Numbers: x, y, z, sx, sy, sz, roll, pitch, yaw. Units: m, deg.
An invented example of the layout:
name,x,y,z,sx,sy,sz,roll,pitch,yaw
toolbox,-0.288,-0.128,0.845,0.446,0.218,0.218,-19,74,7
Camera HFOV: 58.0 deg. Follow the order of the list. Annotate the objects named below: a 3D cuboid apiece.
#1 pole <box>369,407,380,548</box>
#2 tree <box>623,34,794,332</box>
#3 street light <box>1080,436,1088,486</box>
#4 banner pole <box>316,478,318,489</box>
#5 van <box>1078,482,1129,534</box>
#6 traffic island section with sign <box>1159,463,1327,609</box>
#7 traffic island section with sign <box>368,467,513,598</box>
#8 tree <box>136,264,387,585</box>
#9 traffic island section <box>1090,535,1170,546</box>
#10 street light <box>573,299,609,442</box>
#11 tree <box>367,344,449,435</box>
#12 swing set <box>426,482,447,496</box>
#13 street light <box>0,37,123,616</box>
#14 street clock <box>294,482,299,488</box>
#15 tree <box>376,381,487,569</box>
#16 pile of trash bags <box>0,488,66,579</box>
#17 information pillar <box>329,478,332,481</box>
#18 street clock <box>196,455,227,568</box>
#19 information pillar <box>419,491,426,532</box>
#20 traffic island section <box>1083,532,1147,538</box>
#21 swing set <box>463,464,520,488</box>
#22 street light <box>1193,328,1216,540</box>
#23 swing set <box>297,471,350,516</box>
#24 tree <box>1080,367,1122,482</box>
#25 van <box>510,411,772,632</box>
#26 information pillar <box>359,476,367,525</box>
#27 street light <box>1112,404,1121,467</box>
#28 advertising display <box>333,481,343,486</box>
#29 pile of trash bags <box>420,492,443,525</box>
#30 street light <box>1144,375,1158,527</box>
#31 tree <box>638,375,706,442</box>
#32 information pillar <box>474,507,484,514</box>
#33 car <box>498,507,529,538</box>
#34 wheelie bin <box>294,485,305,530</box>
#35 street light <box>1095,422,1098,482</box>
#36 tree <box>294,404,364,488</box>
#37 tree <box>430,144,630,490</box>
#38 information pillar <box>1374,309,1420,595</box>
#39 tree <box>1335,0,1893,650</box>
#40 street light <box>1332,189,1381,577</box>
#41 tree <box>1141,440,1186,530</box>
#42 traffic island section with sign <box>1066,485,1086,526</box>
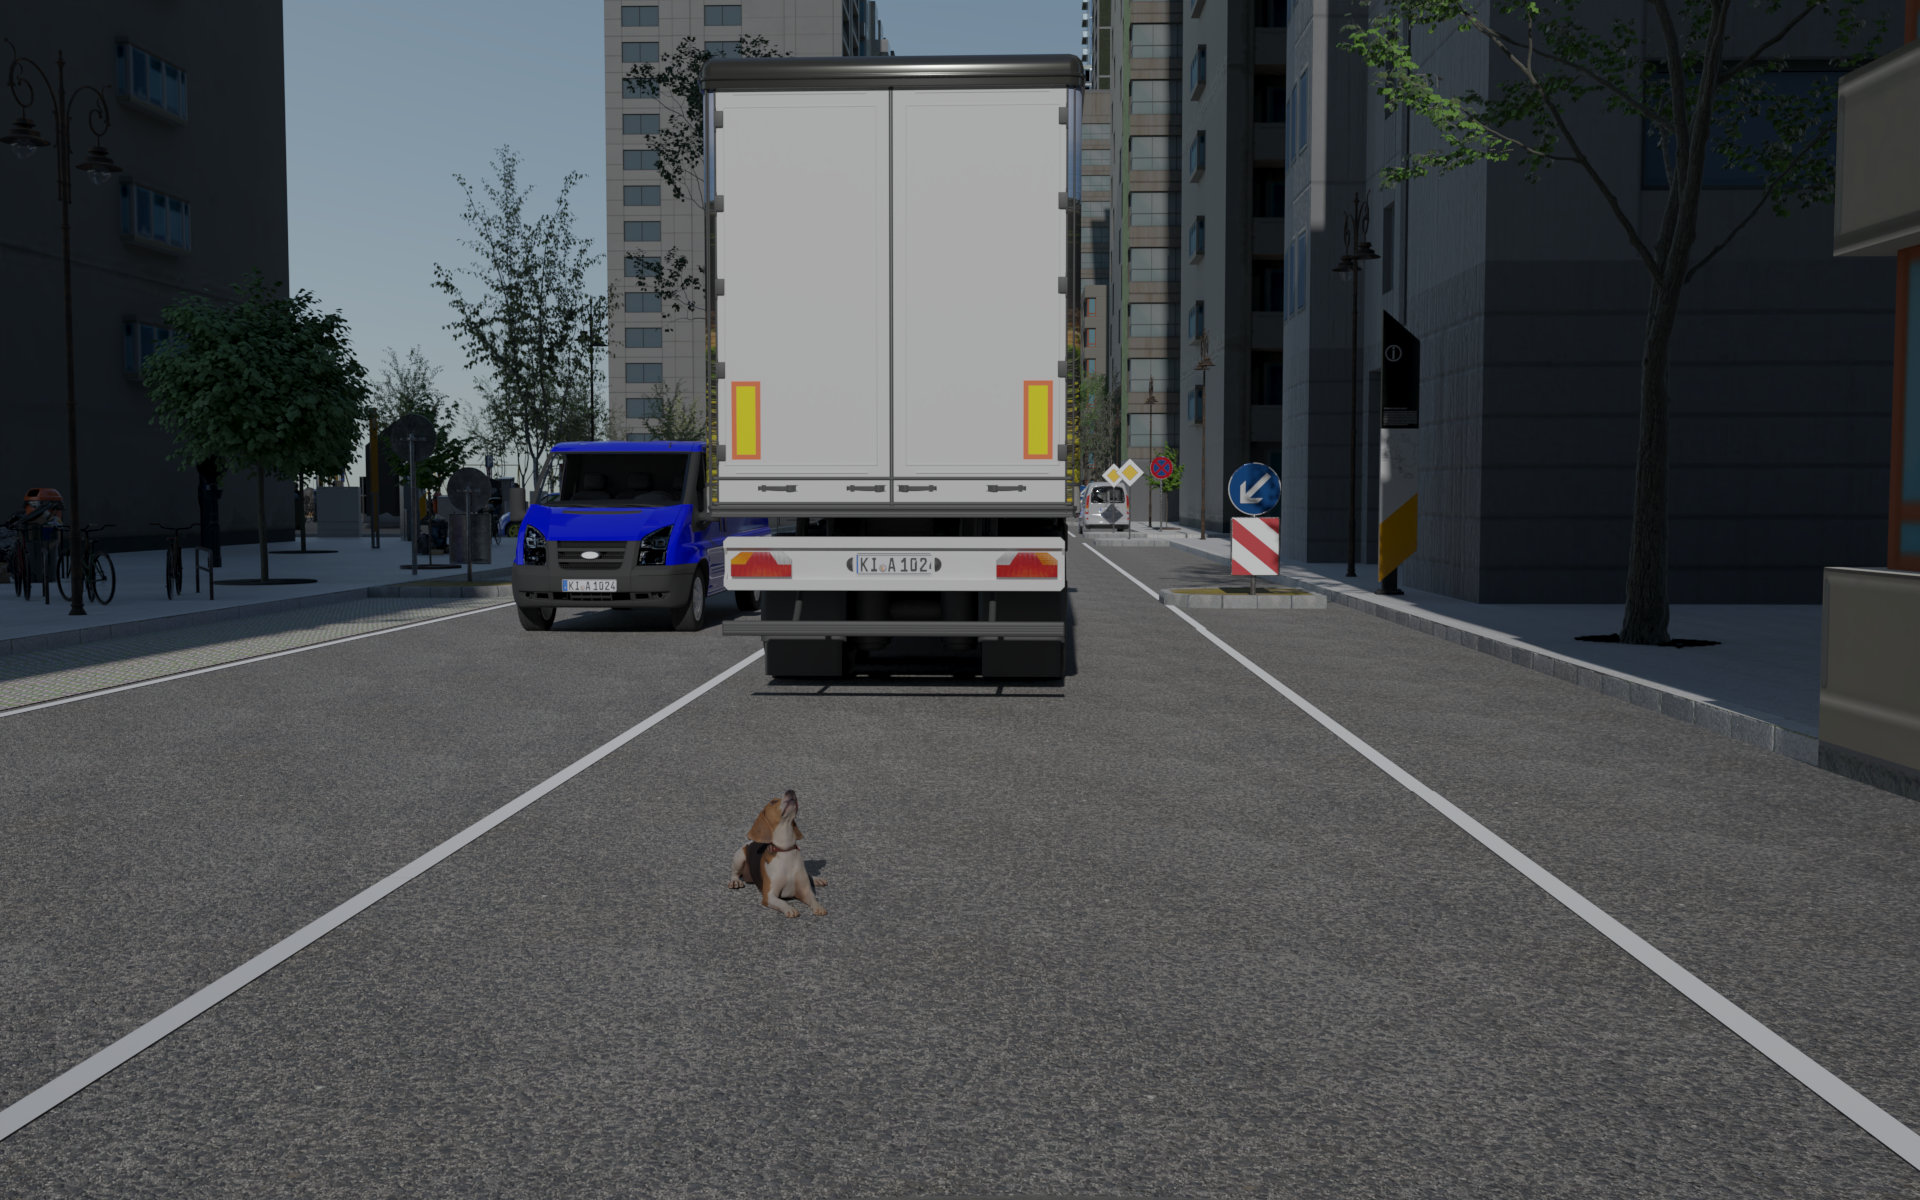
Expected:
name,x,y,z,sx,sy,sz,roll,pitch,yaw
pole,-13.813,-2.874,40.839,0.158,3.312,0.155,0,3,0
tree,-7.391,-13.081,69.770,12.611,20.169,13.585,0,3,0
street light,9.520,-9.711,131.556,0.468,5.910,1.993,0,4,2
banner pole,-46.990,-8.403,127.410,0.863,3.779,0.401,0,4,4
van,5.097,-3.324,61.358,2.013,2.044,4.112,0,4,1
traffic island section with sign,3.639,-0.857,22.643,1.989,1.847,2.006,0,4,2
traffic island section with sign,-7.119,-0.981,24.674,1.989,1.847,2.006,0,4,2
tree,-10.069,-2.522,24.953,4.285,4.588,4.351,0,3,0
traffic island section,4.817,-1.634,48.998,2.009,0.180,2.903,0,4,2
street light,-8.631,-4.152,40.671,0.468,5.910,1.993,0,4,2
tree,-27.026,-8.182,84.131,4.737,8.622,4.395,0,3,0
swing set,-34.394,-7.294,116.881,2.862,2.851,3.119,1,4,16
street light,-9.356,-2.777,18.186,0.468,5.910,1.993,0,4,2
street clock,-39.299,-5.976,102.279,0.358,2.002,0.471,3,4,38
tree,-9.290,-2.159,29.907,1.663,3.219,1.824,0,3,0
pile of trash bags,-14.974,-1.051,26.930,3.447,1.369,1.912,2,4,33
information pillar,-48.218,-8.635,132.534,0.183,3.616,0.504,1,4,19
street clock,-13.033,-1.569,30.230,0.471,2.002,0.358,-1,4,-9
information pillar,-18.442,-4.133,58.925,0.504,3.616,0.183,0,4,-6
traffic island section,5.075,-2.122,56.979,2.009,0.180,2.903,0,4,2
swing set,-24.688,-5.755,91.716,3.119,2.851,2.862,-1,4,-9
street light,6.821,-4.628,48.455,0.468,5.910,1.993,0,4,2
swing set,-24.580,-4.142,65.347,3.119,2.851,2.862,1,4,13
tree,8.308,-9.120,99.480,4.360,8.622,3.978,0,3,0
van,-3.524,-0.945,19.830,2.240,2.365,5.245,0,4,4
information pillar,-24.732,-4.127,71.962,0.304,2.012,0.304,3,5,44
street light,8.051,-7.088,88.669,0.468,5.910,1.993,0,4,2
advertising display,-30.083,-4.804,83.759,0.123,1.923,0.974,0,4,2
pile of trash bags,-23.439,-4.173,77.979,1.912,1.369,3.447,1,4,19
street light,7.397,-5.774,67.199,0.468,5.910,1.993,0,4,2
tree,-17.943,-9.658,108.273,4.737,8.622,4.395,0,3,0
information pillar,-18.759,-3.853,67.485,0.304,2.012,0.304,-3,4,-38
car,-12.231,-2.646,52.854,3.694,1.707,1.945,0,4,3
wheelie bin,-23.749,-3.287,61.653,0.693,1.594,0.980,-3,5,-41
street light,8.685,-8.411,110.312,0.468,5.910,1.993,0,4,2
tree,-27.909,-7.367,70.815,4.737,8.622,4.395,0,3,0
tree,-8.994,-5.277,36.643,4.360,8.622,3.978,0,3,0
information pillar,5.558,-1.873,21.979,0.504,3.616,0.183,0,4,3
tree,6.015,-5.423,14.427,9.928,11.665,9.643,0,3,0
street light,6.070,-3.297,26.690,0.468,5.910,1.993,0,4,2
tree,7.327,-4.149,62.442,1.663,3.219,1.824,0,3,0
traffic island section with sign,5.484,-4.346,79.686,1.989,1.847,2.006,0,4,2
